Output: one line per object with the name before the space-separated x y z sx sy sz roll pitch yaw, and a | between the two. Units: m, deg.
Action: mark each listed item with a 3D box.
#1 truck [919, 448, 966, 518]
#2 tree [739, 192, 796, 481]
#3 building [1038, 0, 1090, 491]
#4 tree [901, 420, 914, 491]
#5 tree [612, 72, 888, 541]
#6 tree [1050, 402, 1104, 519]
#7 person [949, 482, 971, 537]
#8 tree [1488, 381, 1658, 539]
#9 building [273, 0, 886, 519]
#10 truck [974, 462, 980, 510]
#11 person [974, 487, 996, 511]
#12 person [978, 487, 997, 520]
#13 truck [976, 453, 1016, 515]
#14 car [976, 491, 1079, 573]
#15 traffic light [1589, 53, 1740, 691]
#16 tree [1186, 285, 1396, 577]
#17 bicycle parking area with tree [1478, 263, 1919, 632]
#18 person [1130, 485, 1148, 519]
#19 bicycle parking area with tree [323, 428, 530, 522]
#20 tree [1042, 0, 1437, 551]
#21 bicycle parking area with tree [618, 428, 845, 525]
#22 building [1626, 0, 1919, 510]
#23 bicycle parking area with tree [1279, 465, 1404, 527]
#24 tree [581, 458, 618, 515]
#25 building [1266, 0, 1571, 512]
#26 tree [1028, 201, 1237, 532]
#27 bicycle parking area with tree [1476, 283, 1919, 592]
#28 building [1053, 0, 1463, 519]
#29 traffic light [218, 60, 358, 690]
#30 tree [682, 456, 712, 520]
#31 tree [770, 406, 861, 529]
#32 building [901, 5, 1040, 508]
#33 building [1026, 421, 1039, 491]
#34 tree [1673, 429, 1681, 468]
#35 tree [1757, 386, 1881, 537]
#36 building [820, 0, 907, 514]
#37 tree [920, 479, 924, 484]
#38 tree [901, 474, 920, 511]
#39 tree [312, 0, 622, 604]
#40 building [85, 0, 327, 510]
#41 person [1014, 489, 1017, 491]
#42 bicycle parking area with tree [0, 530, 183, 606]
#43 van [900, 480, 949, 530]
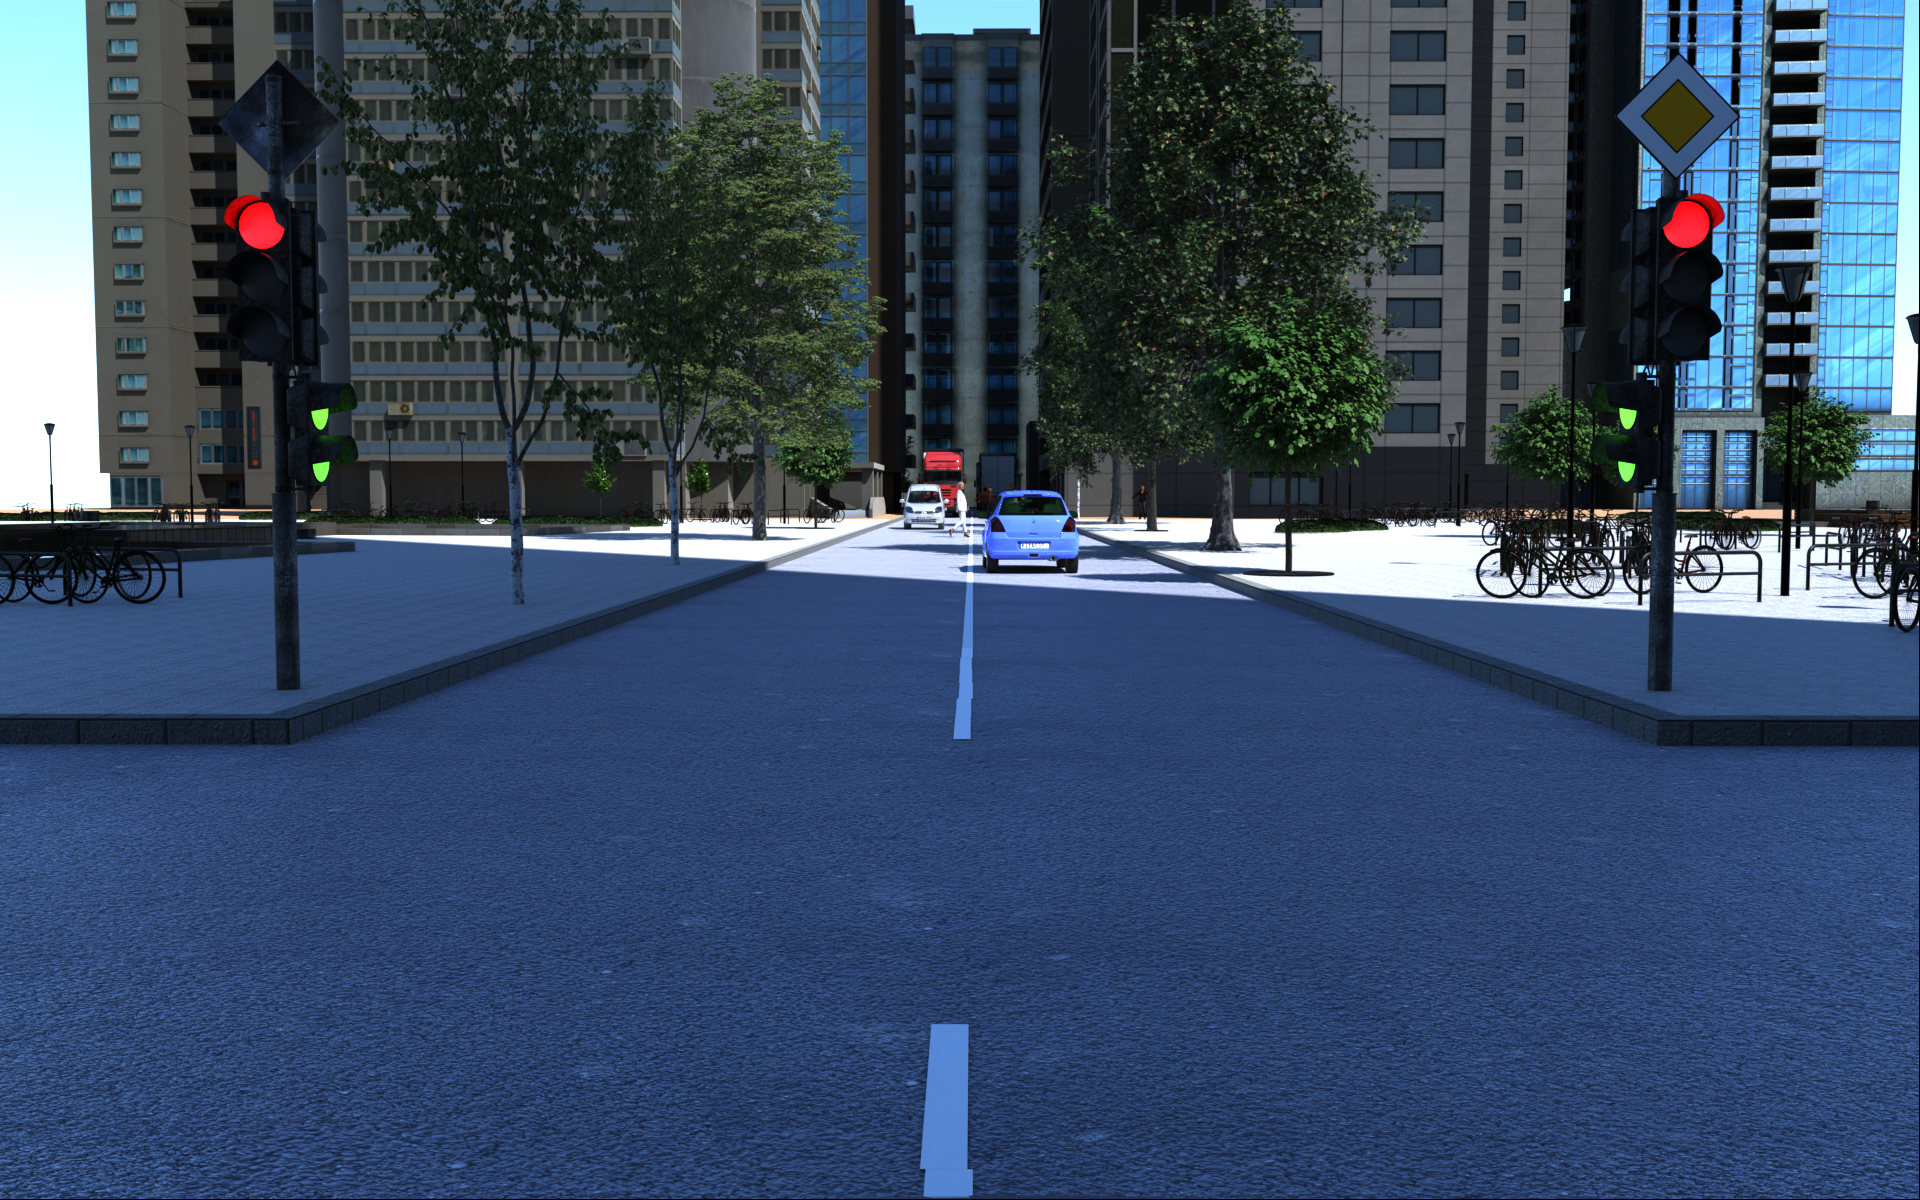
truck | -1.007 -7.323 108.637 2.839 4.237 11.283 0 4 0
tree | -5.087 -4.924 30.873 4.737 8.622 4.395 0 3 0
building | 16.537 -30.344 119.819 21.300 48.544 21.600 0 4 0
tree | -5.133 -10.927 129.015 4.737 8.622 4.395 0 3 0
tree | -5.887 -7.923 47.672 7.486 12.596 7.792 0 3 0
tree | 6.213 -8.375 87.287 4.360 8.622 3.978 0 3 0
person | -0.015 -2.992 57.297 0.818 1.842 0.514 -1 4 -14
tree | 17.262 -4.078 50.395 4.285 4.588 4.351 0 3 0
building | -20.723 -24.856 98.278 32.217 40.220 23.993 0 4 0
truck | 2.717 -10.340 157.967 2.839 4.237 11.283 0 3 0
person | 1.474 -5.644 100.736 1.348 1.831 0.705 0 4 4
person | 1.688 -5.431 97.319 1.348 1.821 0.705 0 4 3
truck | 2.601 -8.232 123.500 2.839 4.237 11.283 0 4 0
car | 1.288 -1.412 32.672 1.945 1.707 3.694 0 4 -1
traffic light | 4.560 -1.364 11.222 0.839 4.253 0.868 0 4 0
tree | 5.248 -2.683 27.575 4.285 4.588 4.351 0 3 0
bicycle parking area with tree | 11.127 -1.973 19.258 9.016 4.147 8.231 0 4 -7
person | 9.248 -4.956 87.904 1.217 1.723 0.721 1 4 17
bicycle parking area with tree | -24.216 -5.591 78.412 9.016 4.147 8.231 2 4 33
tree | 5.991 -7.482 39.343 9.611 12.733 9.660 0 3 0
bicycle parking area with tree | -9.911 -5.450 76.107 8.231 4.147 9.016 3 4 36
building | 65.631 -51.172 149.327 31.000 86.520 22.319 0 4 0
bicycle parking area with tree | 18.317 -5.145 71.131 9.016 4.147 8.231 -2 4 -29
tree | -16.511 -5.230 80.107 1.663 3.219 1.824 0 3 0
building | 39.356 -43.586 150.883 20.611 71.187 20.563 0 4 0
tree | 6.428 -8.161 59.184 9.928 11.665 9.643 0 3 0
bicycle parking area with tree | 12.908 -2.546 28.633 8.231 4.147 9.016 2 4 33
building | 16.040 -40.356 98.065 20.563 71.187 20.611 0 4 0
traffic light | -4.401 -1.367 11.273 0.839 4.253 0.868 0 4 0
tree | -12.654 -5.536 85.116 1.663 3.219 1.824 0 3 0
tree | -5.263 -4.917 64.101 4.285 4.588 4.351 0 3 0
building | 4.213 -34.346 181.166 30.456 49.044 23.786 0 4 0
building | 17.259 -50.916 145.148 22.319 86.520 31.000 0 4 0
tree | 26.611 -5.166 68.183 4.285 4.588 4.351 0 3 0
tree | 26.054 -4.219 52.691 4.285 4.588 4.351 0 3 0
building | -10.884 -28.596 117.658 14.600 45.320 14.200 0 4 0
tree | -3.581 -10.347 163.775 1.663 3.219 1.824 0 3 0
tree | -4.325 -8.446 132.692 1.663 3.219 1.824 0 3 0
tree | -5.130 -4.241 19.705 4.737 8.622 4.395 0 3 0
building | -60.442 -32.308 151.930 21.600 48.544 21.300 0 4 0
person | 3.098 -5.385 97.259 1.217 1.735 0.721 0 4 3
bicycle parking area with tree | -13.428 -1.945 18.806 9.016 4.147 8.231 2 4 30
van | -1.461 -3.933 71.314 2.013 2.044 4.112 0 4 0
